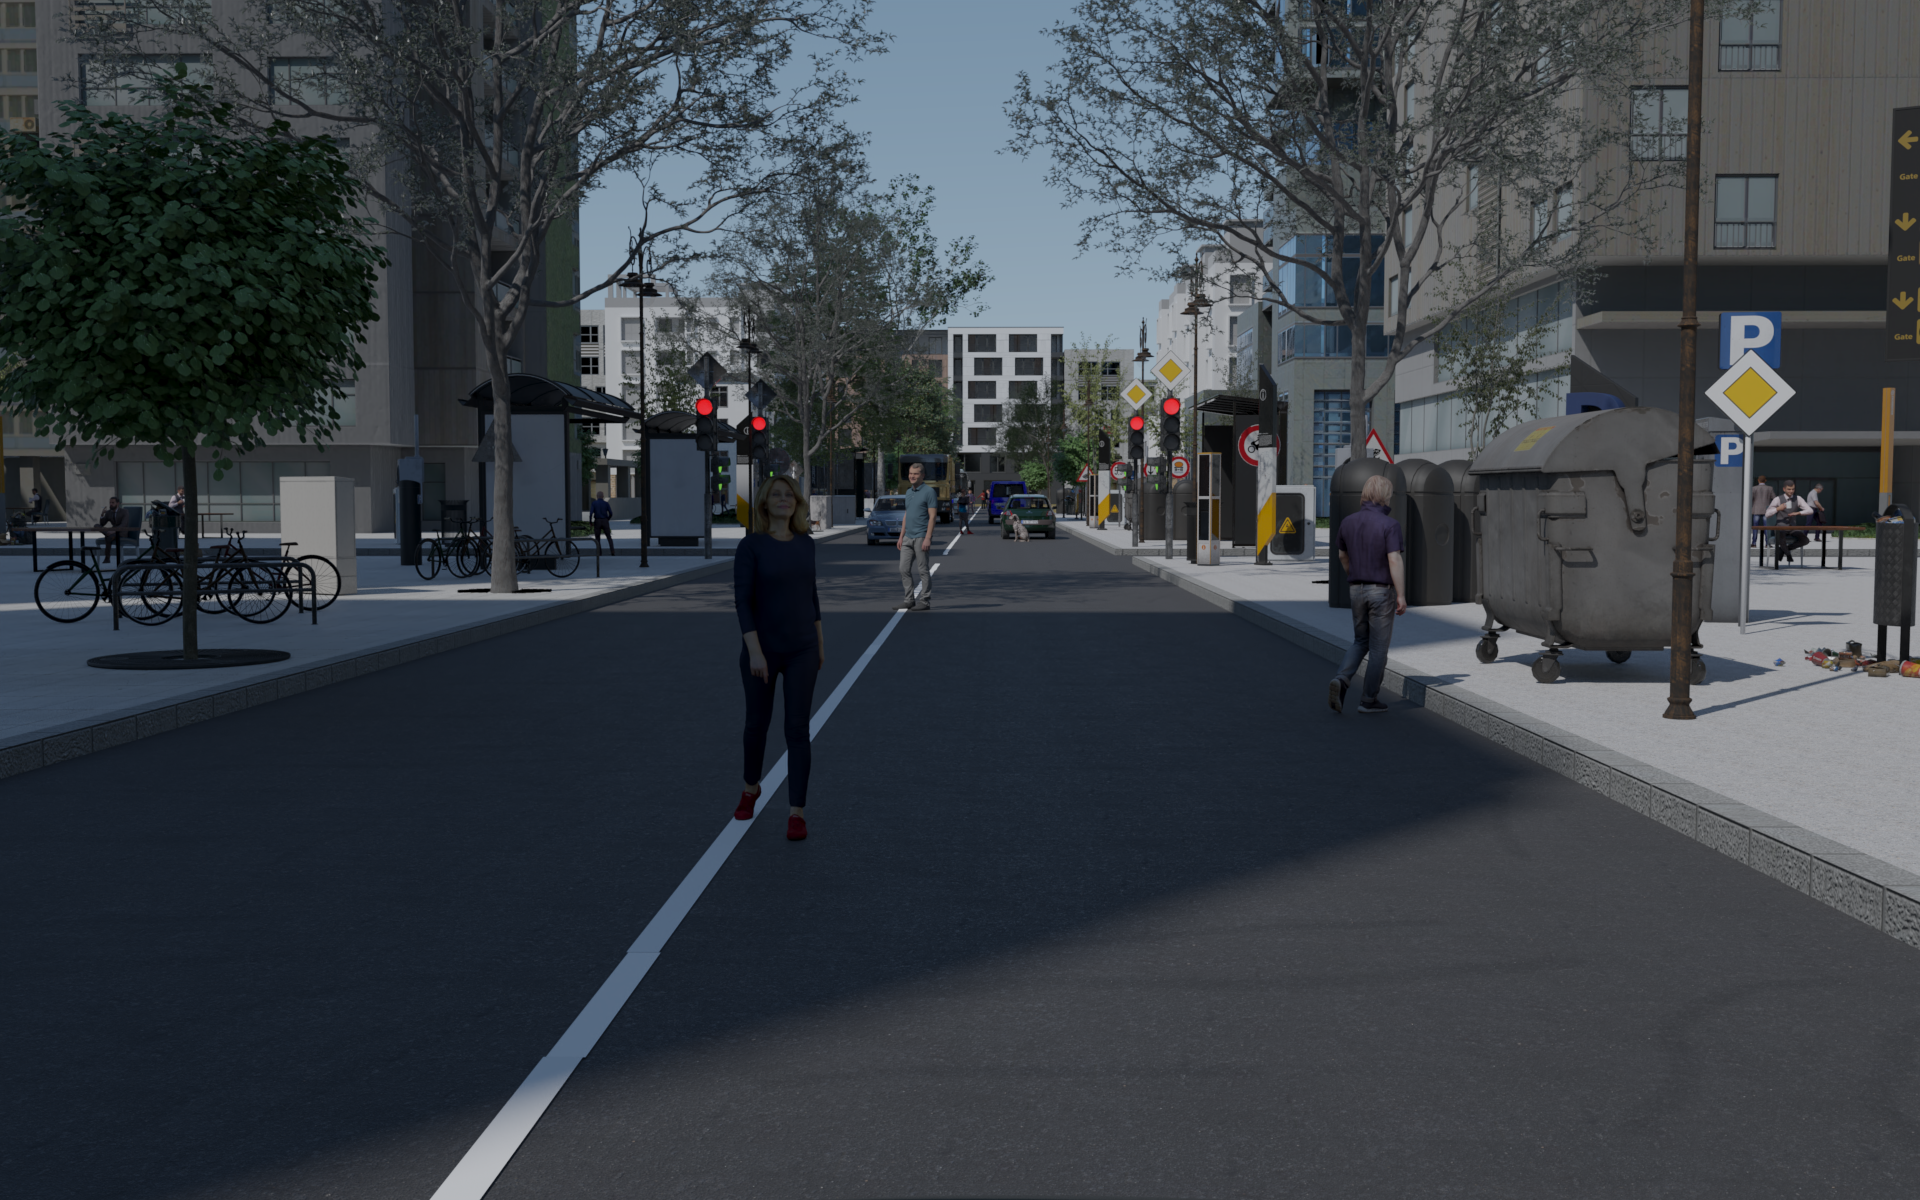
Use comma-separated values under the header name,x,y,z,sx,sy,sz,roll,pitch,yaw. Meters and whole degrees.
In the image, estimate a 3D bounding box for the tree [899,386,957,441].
name,x,y,z,sx,sy,sz,roll,pitch,yaw
tree,-4.043,-14.395,161.106,9.928,11.665,9.643,0,3,0

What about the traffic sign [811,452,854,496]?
name,x,y,z,sx,sy,sz,roll,pitch,yaw
traffic sign,-6.322,-5.558,84.741,2.265,3.308,0.079,0,4,7

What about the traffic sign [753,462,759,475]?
name,x,y,z,sx,sy,sz,roll,pitch,yaw
traffic sign,-8.002,-4.186,68.540,0.768,2.556,0.104,0,4,3

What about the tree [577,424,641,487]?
name,x,y,z,sx,sy,sz,roll,pitch,yaw
tree,-16.723,-5.484,73.380,4.285,4.588,4.351,0,3,0

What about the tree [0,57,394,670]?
name,x,y,z,sx,sy,sz,roll,pitch,yaw
tree,-5.925,-1.797,13.101,4.285,4.588,4.351,0,3,0

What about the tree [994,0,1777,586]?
name,x,y,z,sx,sy,sz,roll,pitch,yaw
tree,5.740,-6.964,24.238,12.009,13.543,11.850,0,3,0

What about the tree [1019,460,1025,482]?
name,x,y,z,sx,sy,sz,roll,pitch,yaw
tree,6.548,-9.874,145.151,4.285,4.588,4.351,0,3,0

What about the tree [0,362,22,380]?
name,x,y,z,sx,sy,sz,roll,pitch,yaw
tree,-32.244,-6.390,54.841,4.737,8.622,4.395,0,3,0

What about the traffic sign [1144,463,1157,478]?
name,x,y,z,sx,sy,sz,roll,pitch,yaw
traffic sign,7.181,-3.922,64.226,0.768,2.556,0.104,1,4,9

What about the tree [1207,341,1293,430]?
name,x,y,z,sx,sy,sz,roll,pitch,yaw
tree,13.640,-8.093,82.681,4.360,8.622,3.978,0,3,0

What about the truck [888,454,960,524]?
name,x,y,z,sx,sy,sz,roll,pitch,yaw
truck,-1.645,-5.525,86.253,3.469,3.379,9.791,0,4,1

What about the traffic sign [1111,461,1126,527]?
name,x,y,z,sx,sy,sz,roll,pitch,yaw
traffic sign,6.218,-4.120,67.463,0.768,2.556,0.104,0,4,4

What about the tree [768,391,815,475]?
name,x,y,z,sx,sy,sz,roll,pitch,yaw
tree,-11.505,-10.097,115.452,4.737,8.622,4.395,0,3,0

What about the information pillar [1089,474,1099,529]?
name,x,y,z,sx,sy,sz,roll,pitch,yaw
information pillar,5.029,-3.673,64.539,0.304,2.012,0.304,-3,4,-39

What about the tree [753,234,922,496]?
name,x,y,z,sx,sy,sz,roll,pitch,yaw
tree,-5.402,-9.629,75.566,7.486,12.596,7.792,0,3,0

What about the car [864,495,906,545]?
name,x,y,z,sx,sy,sz,roll,pitch,yaw
car,-1.751,-2.325,50.023,2.014,1.417,4.499,0,4,0

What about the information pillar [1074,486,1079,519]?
name,x,y,z,sx,sy,sz,roll,pitch,yaw
information pillar,6.015,-5.973,89.019,0.183,3.616,0.504,0,4,-5

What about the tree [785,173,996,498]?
name,x,y,z,sx,sy,sz,roll,pitch,yaw
tree,-3.245,-14.954,100.379,12.611,20.169,13.585,0,3,0

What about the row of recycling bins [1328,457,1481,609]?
name,x,y,z,sx,sy,sz,roll,pitch,yaw
row of recycling bins,5.612,-0.820,20.527,3.534,1.692,1.069,-3,5,-45

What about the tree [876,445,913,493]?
name,x,y,z,sx,sy,sz,roll,pitch,yaw
tree,-4.198,-8.103,116.193,4.285,4.588,4.351,0,3,0

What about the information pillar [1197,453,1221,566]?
name,x,y,z,sx,sy,sz,roll,pitch,yaw
information pillar,4.436,-1.613,30.866,0.304,2.012,0.304,3,5,44

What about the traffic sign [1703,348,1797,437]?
name,x,y,z,sx,sy,sz,roll,pitch,yaw
traffic sign,7.166,-0.978,15.718,0.795,2.593,0.064,1,4,10

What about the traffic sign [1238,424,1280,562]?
name,x,y,z,sx,sy,sz,roll,pitch,yaw
traffic sign,5.474,-1.936,31.761,0.768,2.556,0.104,0,4,3

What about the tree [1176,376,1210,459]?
name,x,y,z,sx,sy,sz,roll,pitch,yaw
tree,11.695,-8.972,97.052,4.737,8.622,4.395,0,3,0

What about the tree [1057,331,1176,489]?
name,x,y,z,sx,sy,sz,roll,pitch,yaw
tree,6.420,-7.843,78.588,4.737,8.622,4.395,0,3,0

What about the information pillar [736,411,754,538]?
name,x,y,z,sx,sy,sz,roll,pitch,yaw
information pillar,-6.062,-3.523,48.958,0.504,3.616,0.183,0,4,4

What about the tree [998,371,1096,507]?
name,x,y,z,sx,sy,sz,roll,pitch,yaw
tree,6.854,-11.994,130.514,8.767,10.594,7.601,1,4,8

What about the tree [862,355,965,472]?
name,x,y,z,sx,sy,sz,roll,pitch,yaw
tree,-4.117,-13.802,142.665,9.611,12.733,9.660,0,3,0

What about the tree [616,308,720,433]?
name,x,y,z,sx,sy,sz,roll,pitch,yaw
tree,-11.247,-7.183,67.808,4.737,8.622,4.395,0,3,0

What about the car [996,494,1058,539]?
name,x,y,z,sx,sy,sz,roll,pitch,yaw
car,2.191,-2.838,56.183,2.009,1.686,4.222,0,4,1

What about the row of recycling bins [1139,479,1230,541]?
name,x,y,z,sx,sy,sz,roll,pitch,yaw
row of recycling bins,6.751,-2.509,48.143,3.534,1.692,1.069,0,4,-1

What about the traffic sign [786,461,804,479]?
name,x,y,z,sx,sy,sz,roll,pitch,yaw
traffic sign,-6.486,-4.146,67.514,0.795,2.593,0.064,0,4,7

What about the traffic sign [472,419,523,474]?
name,x,y,z,sx,sy,sz,roll,pitch,yaw
traffic sign,-7.686,-1.758,28.741,0.884,2.594,0.081,1,4,8

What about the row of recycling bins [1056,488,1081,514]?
name,x,y,z,sx,sy,sz,roll,pitch,yaw
row of recycling bins,7.365,-6.512,113.584,1.069,1.692,3.534,2,4,34

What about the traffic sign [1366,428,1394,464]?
name,x,y,z,sx,sy,sz,roll,pitch,yaw
traffic sign,8.170,-2.100,34.332,0.884,2.594,0.081,0,4,2

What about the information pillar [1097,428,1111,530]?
name,x,y,z,sx,sy,sz,roll,pitch,yaw
information pillar,5.115,-4.286,61.428,0.504,3.616,0.183,3,5,43

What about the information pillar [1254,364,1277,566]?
name,x,y,z,sx,sy,sz,roll,pitch,yaw
information pillar,5.500,-2.428,31.049,0.183,3.616,0.504,-1,4,-22

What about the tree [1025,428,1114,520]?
name,x,y,z,sx,sy,sz,roll,pitch,yaw
tree,5.960,-6.188,84.884,4.285,4.588,4.351,0,3,0

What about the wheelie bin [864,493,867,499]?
name,x,y,z,sx,sy,sz,roll,pitch,yaw
wheelie bin,-6.593,-6.597,115.771,0.693,1.594,0.980,-1,4,-14

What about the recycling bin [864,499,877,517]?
name,x,y,z,sx,sy,sz,roll,pitch,yaw
recycling bin,-4.898,-5.153,96.800,0.722,1.027,0.722,2,4,31

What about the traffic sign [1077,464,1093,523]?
name,x,y,z,sx,sy,sz,roll,pitch,yaw
traffic sign,5.368,-4.483,73.294,0.884,2.594,0.081,0,4,4

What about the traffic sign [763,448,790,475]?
name,x,y,z,sx,sy,sz,roll,pitch,yaw
traffic sign,-5.040,-2.904,47.582,0.768,2.556,0.104,0,4,6

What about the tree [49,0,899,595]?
name,x,y,z,sx,sy,sz,roll,pitch,yaw
tree,-5.884,-6.828,22.002,12.009,13.543,11.850,0,3,0

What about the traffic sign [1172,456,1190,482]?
name,x,y,z,sx,sy,sz,roll,pitch,yaw
traffic sign,7.296,-3.532,57.860,0.768,2.556,0.104,0,4,1

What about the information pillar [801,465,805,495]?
name,x,y,z,sx,sy,sz,roll,pitch,yaw
information pillar,-7.512,-5.678,84.187,0.504,3.616,0.183,2,4,35

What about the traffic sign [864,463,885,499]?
name,x,y,z,sx,sy,sz,roll,pitch,yaw
traffic sign,-5.970,-7.249,112.398,2.265,3.308,0.079,1,4,10

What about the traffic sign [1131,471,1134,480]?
name,x,y,z,sx,sy,sz,roll,pitch,yaw
traffic sign,8.721,-5.457,89.323,0.768,2.556,0.104,0,4,4

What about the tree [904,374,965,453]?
name,x,y,z,sx,sy,sz,roll,pitch,yaw
tree,-4.188,-16.404,174.865,9.857,13.997,8.962,0,3,0

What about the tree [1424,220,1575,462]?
name,x,y,z,sx,sy,sz,roll,pitch,yaw
tree,14.523,-5.942,47.508,4.360,8.622,3.978,0,3,0
